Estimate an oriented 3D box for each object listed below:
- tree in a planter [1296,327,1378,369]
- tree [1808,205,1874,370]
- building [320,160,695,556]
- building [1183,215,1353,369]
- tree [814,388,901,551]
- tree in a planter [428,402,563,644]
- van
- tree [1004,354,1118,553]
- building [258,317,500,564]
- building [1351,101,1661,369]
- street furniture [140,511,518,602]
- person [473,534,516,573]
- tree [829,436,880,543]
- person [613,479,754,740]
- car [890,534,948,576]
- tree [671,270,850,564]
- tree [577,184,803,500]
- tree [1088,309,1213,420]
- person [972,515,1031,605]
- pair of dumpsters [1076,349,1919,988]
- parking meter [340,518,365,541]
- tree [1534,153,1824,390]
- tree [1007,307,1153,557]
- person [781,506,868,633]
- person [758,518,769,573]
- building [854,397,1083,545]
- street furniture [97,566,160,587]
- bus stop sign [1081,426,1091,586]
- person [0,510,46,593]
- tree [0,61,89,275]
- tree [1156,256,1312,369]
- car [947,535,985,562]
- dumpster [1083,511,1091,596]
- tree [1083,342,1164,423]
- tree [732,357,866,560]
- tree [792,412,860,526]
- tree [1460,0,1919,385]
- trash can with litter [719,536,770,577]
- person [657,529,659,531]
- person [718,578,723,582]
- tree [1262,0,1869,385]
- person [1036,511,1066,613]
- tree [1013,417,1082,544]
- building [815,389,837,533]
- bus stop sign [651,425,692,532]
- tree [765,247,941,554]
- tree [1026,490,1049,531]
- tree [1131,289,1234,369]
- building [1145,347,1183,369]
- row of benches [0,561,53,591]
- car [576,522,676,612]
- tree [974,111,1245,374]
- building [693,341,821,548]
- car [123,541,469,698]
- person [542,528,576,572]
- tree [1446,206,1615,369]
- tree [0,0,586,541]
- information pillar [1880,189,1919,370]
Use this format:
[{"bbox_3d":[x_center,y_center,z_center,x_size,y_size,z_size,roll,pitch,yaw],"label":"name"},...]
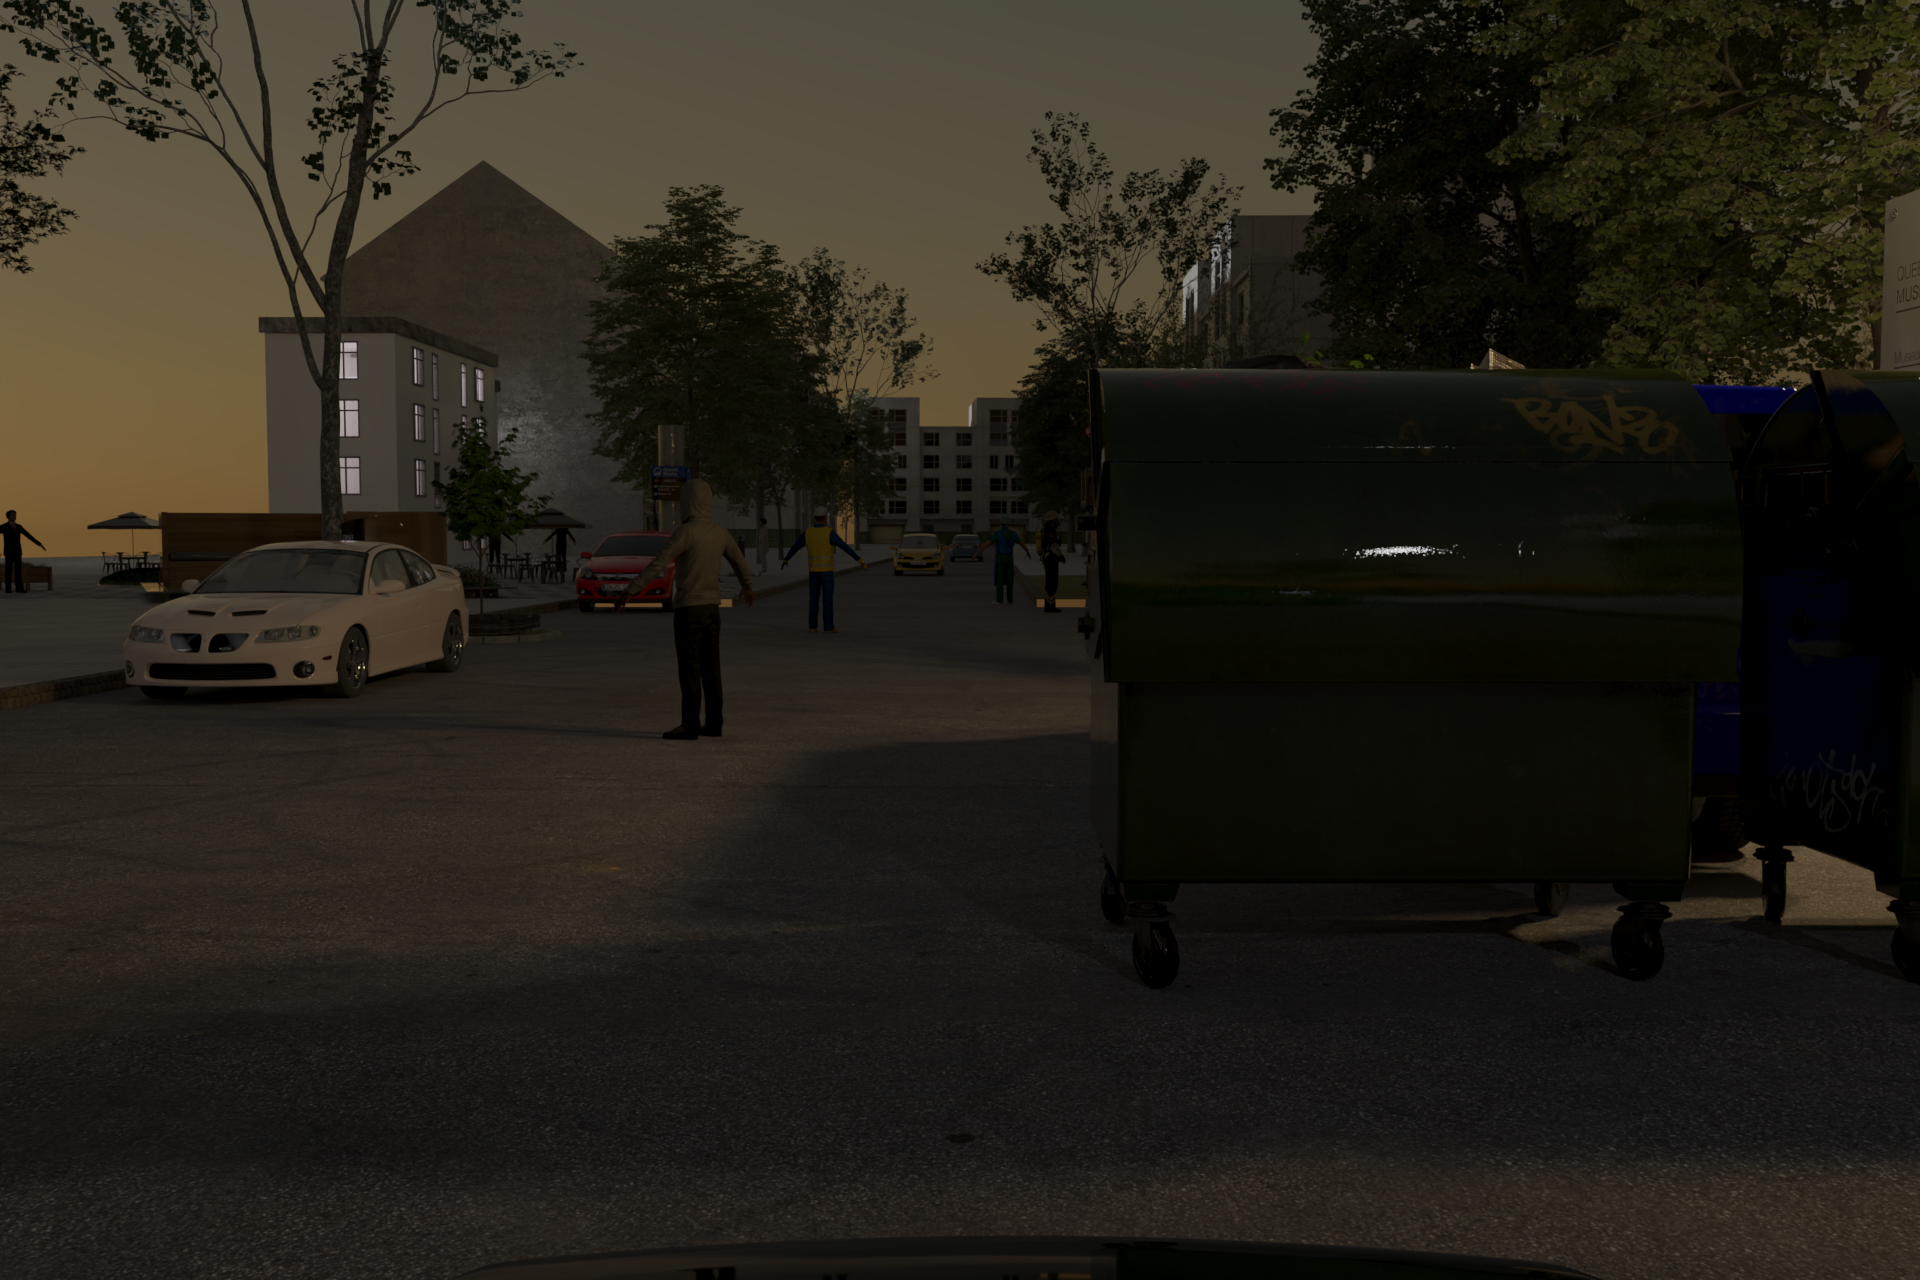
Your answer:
[{"bbox_3d":[3.043,-1.090,15.048,1.991,3.239,1.994,0,4,2],"label":"tree in a planter"},{"bbox_3d":[19.261,-5.235,35.957,4.360,8.622,3.978,0,3,0],"label":"tree"},{"bbox_3d":[-27.985,-17.154,111.403,19.493,23.208,18.063,0,3,0],"label":"building"},{"bbox_3d":[23.536,-14.570,104.680,16.747,18.905,31.486,0,4,1],"label":"building"},{"bbox_3d":[-8.124,-13.204,134.016,7.486,12.596,7.792,0,3,0],"label":"tree"},{"bbox_3d":[-6.538,-1.611,23.569,1.991,3.239,1.994,0,4,1],"label":"tree in a planter"},{"bbox_3d":[2.657,-0.313,9.509,2.240,2.365,5.245,0,4,1],"label":"van"},{"bbox_3d":[7.615,-13.007,119.321,9.857,13.997,8.962,0,3,0],"label":"tree"},{"bbox_3d":[-26.124,-8.500,81.125,9.099,9.664,28.070,0,4,1],"label":"building"},{"bbox_3d":[23.983,-13.815,82.303,16.016,20.090,11.380,0,4,1],"label":"building"},{"bbox_3d":[-12.638,-1.843,36.987,9.812,1.723,11.010,-2,4,-26],"label":"street furniture"},{"bbox_3d":[-15.257,-3.098,56.792,1.346,1.812,0.704,-1,4,-14],"label":"person"},{"bbox_3d":[-8.454,-10.682,125.008,4.360,8.622,3.978,0,3,0],"label":"tree"},{"bbox_3d":[-1.865,-0.219,12.161,0.705,1.813,1.348,2,4,35],"label":"person"},{"bbox_3d":[-1.405,-3.077,60.528,2.015,1.641,3.980,0,4,1],"label":"car"},{"bbox_3d":[-8.567,-9.558,74.400,7.486,12.596,7.792,0,3,0],"label":"tree"},{"bbox_3d":[-8.799,-8.460,56.444,7.486,12.596,7.792,0,3,0],"label":"tree"},{"bbox_3d":[6.518,-6.523,57.010,4.737,8.622,4.395,0,3,0],"label":"tree"},{"bbox_3d":[0.885,-1.630,35.230,1.347,1.817,0.704,-2,4,-27],"label":"person"},{"bbox_3d":[2.616,-0.061,5.946,4.436,2.255,1.574,0,3,0],"label":"pair of dumpsters"},{"bbox_3d":[-9.602,-1.161,27.389,0.372,1.533,0.369,0,3,0],"label":"parking meter"},{"bbox_3d":[18.676,-7.353,45.985,9.928,11.665,9.643,0,3,0],"label":"tree"},{"bbox_3d":[7.324,-11.713,98.171,9.857,13.997,8.962,0,3,0],"label":"tree"},{"bbox_3d":[-1.999,-1.019,25.079,1.349,1.833,0.705,1,4,17],"label":"person"},{"bbox_3d":[-6.561,-3.141,57.540,0.705,1.806,1.347,0,4,-5],"label":"person"},{"bbox_3d":[1.695,-22.130,230.747,31.486,18.905,16.747,0,4,-3],"label":"building"},{"bbox_3d":[-19.641,-1.917,46.963,5.734,0.657,10.072,-1,4,-9],"label":"street furniture"},{"bbox_3d":[3.439,-3.319,42.976,0.855,3.939,0.416,0,4,1],"label":"bus stop sign"},{"bbox_3d":[-20.583,-1.926,37.670,0.705,1.806,1.347,2,4,32],"label":"person"},{"bbox_3d":[-12.221,-5.023,16.537,8.767,10.594,7.601,3,5,40],"label":"tree"},{"bbox_3d":[7.766,-5.806,45.288,4.360,8.622,3.978,0,3,0],"label":"tree"},{"bbox_3d":[0.341,-4.821,90.829,2.014,1.417,4.499,0,4,0],"label":"car"},{"bbox_3d":[3.126,-1.359,30.444,1.865,1.857,1.264,0,4,0],"label":"dumpster"},{"bbox_3d":[6.794,-7.165,67.511,4.737,8.622,4.395,0,3,0],"label":"tree"},{"bbox_3d":[-8.720,-9.193,84.725,8.767,10.594,7.601,0,4,-1],"label":"tree"},{"bbox_3d":[-7.920,-9.079,98.803,4.737,8.622,4.395,0,3,0],"label":"tree"},{"bbox_3d":[8.668,-6.026,16.659,7.486,12.596,7.792,0,3,0],"label":"tree"},{"bbox_3d":[-6.553,-2.571,53.100,1.678,1.210,2.233,0,4,2],"label":"trash can with litter"},{"bbox_3d":[-7.661,-2.370,45.477,1.216,1.740,0.721,1,4,16],"label":"person"},{"bbox_3d":[-6.482,-2.277,46.488,0.599,1.433,0.991,1,4,21],"label":"person"},{"bbox_3d":[9.661,-7.435,28.226,9.857,13.997,8.962,0,3,0],"label":"tree"},{"bbox_3d":[1.702,-1.435,31.700,0.705,1.856,1.354,0,4,-7],"label":"person"},{"bbox_3d":[8.094,-11.937,129.581,8.767,10.594,7.601,0,4,5],"label":"tree"},{"bbox_3d":[-24.396,-22.735,202.652,19.493,23.208,18.063,0,3,0],"label":"building"},{"bbox_3d":[-7.002,-3.247,42.104,0.837,3.901,0.837,0,4,1],"label":"bus stop sign"},{"bbox_3d":[-7.668,-15.703,112.641,12.611,20.169,13.585,0,3,0],"label":"tree"},{"bbox_3d":[7.376,-11.428,137.208,4.360,8.622,3.978,0,3,0],"label":"tree"},{"bbox_3d":[6.837,-6.203,51.774,4.737,8.622,4.395,0,3,0],"label":"tree"},{"bbox_3d":[27.463,-18.616,170.835,16.747,18.905,31.486,0,4,1],"label":"building"},{"bbox_3d":[-22.660,-1.506,40.084,4.104,0.672,1.422,2,4,26],"label":"row of benches"},{"bbox_3d":[-6.086,-1.477,33.186,2.155,1.783,4.494,0,4,1],"label":"car"},{"bbox_3d":[5.860,-13.702,79.915,12.611,20.169,13.585,0,3,0],"label":"tree"},{"bbox_3d":[-23.611,-18.819,174.145,16.747,18.905,31.486,0,3,0],"label":"building"},{"bbox_3d":[-6.177,-0.262,16.642,2.083,1.381,4.827,0,4,1],"label":"car"},{"bbox_3d":[-13.545,-3.229,58.730,0.705,1.837,1.347,3,5,41],"label":"person"},{"bbox_3d":[12.297,-5.360,37.993,4.360,8.622,3.978,0,3,0],"label":"tree"},{"bbox_3d":[-12.734,-10.844,33.185,12.611,20.169,13.585,0,3,0],"label":"tree"},{"bbox_3d":[6.599,-1.236,11.518,0.184,3.620,1.656,0,4,1],"label":"information pillar"}]
